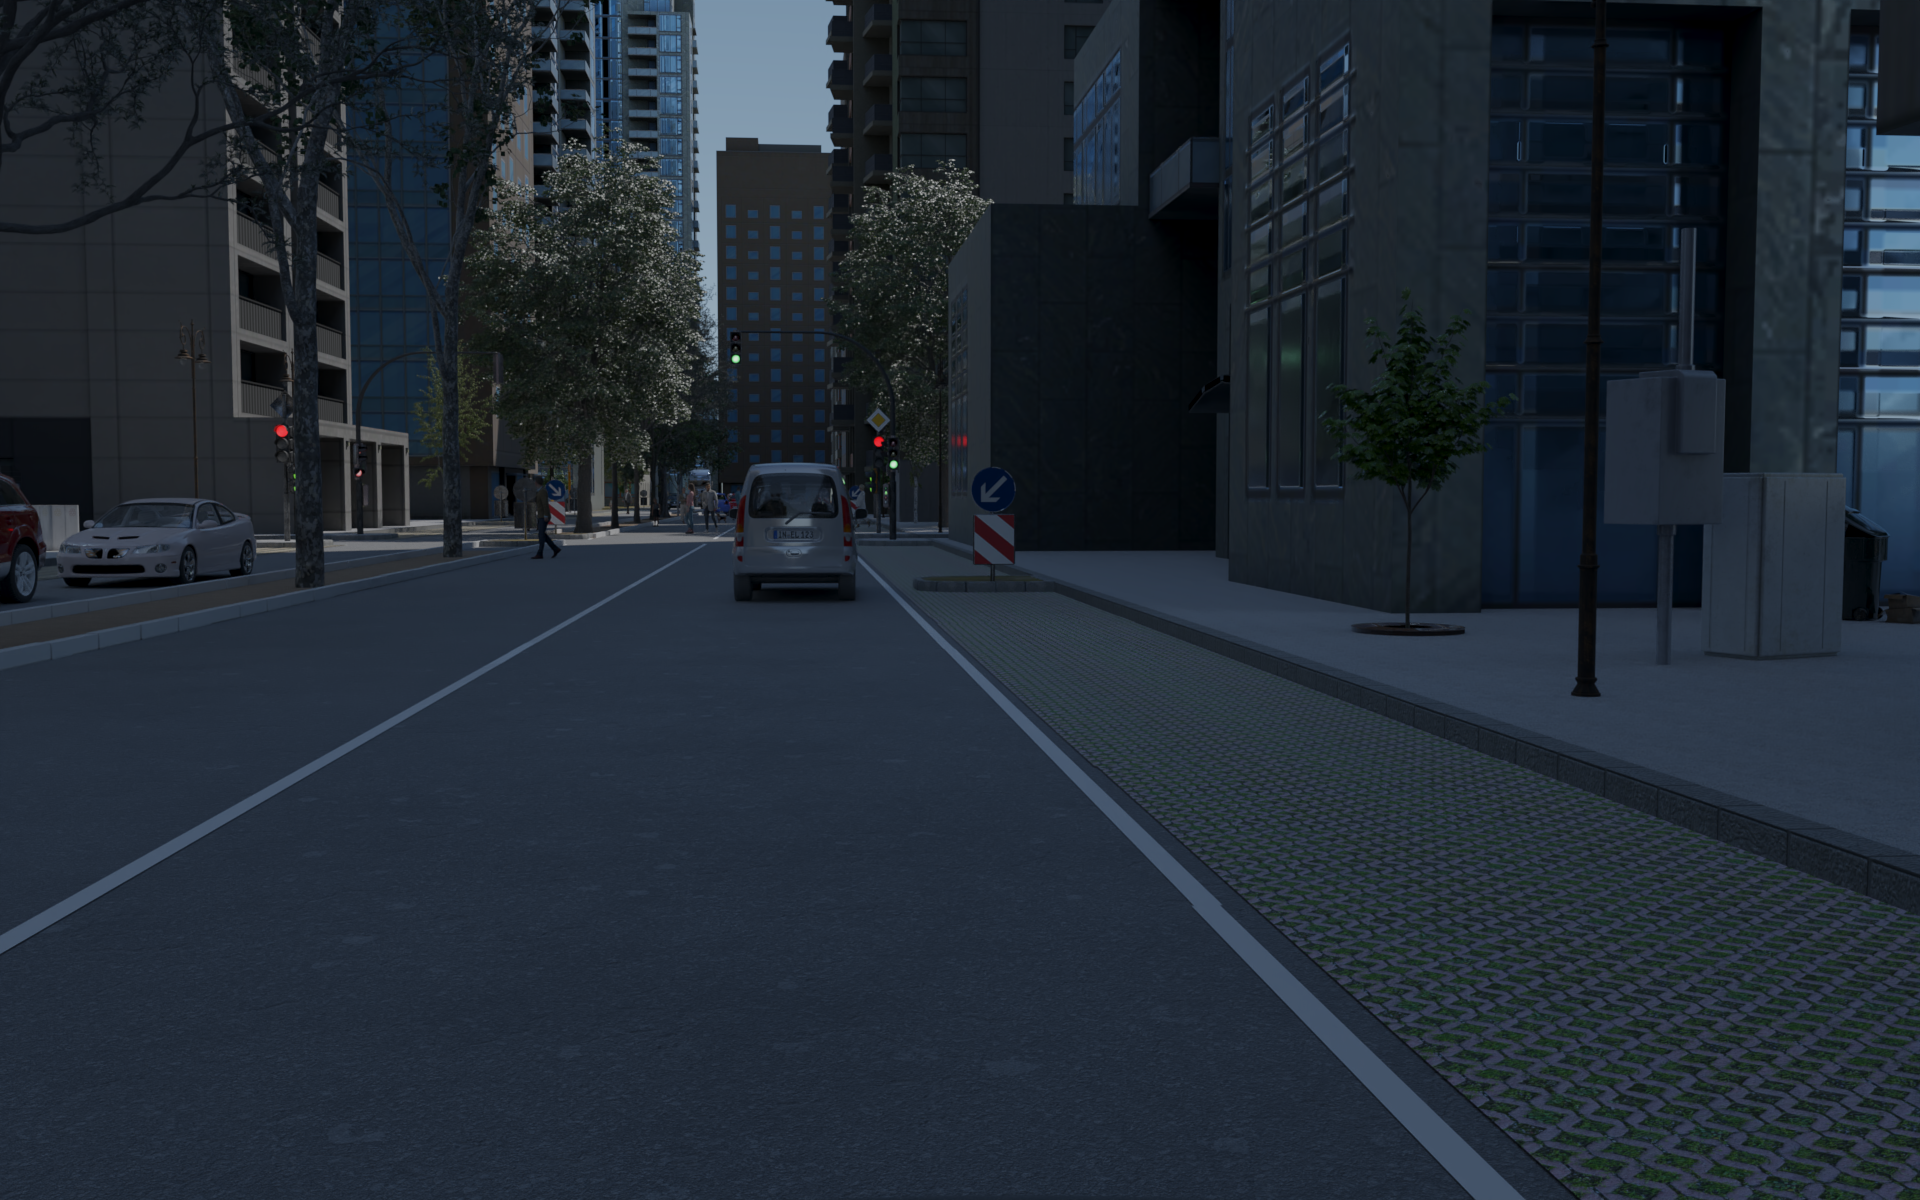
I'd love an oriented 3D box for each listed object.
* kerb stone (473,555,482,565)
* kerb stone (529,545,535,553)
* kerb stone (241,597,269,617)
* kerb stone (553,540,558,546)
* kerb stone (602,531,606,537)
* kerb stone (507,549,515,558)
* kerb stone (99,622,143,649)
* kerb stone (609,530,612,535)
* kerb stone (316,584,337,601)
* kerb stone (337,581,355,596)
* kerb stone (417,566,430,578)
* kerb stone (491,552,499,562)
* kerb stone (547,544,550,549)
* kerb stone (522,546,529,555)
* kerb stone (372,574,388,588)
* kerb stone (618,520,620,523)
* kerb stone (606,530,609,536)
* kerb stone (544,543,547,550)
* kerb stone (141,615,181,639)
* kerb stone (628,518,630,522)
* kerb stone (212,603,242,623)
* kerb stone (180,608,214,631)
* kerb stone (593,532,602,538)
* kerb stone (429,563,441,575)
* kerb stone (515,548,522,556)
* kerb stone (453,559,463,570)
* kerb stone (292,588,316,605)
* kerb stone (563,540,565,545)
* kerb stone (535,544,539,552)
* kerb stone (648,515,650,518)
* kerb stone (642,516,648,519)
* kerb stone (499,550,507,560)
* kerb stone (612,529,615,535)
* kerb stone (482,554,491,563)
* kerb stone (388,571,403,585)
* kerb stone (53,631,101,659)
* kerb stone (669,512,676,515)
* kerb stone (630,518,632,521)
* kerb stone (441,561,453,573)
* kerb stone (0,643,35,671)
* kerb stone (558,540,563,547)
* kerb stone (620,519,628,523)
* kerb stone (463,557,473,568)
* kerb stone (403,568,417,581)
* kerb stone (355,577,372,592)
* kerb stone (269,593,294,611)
[{"bbox_3d":[-9.839,-0.775,34.907,0.120,0.150,1.000,0,4,-5],"label":"kerb stone"},{"bbox_3d":[-10.521,-1.211,42.054,0.120,0.150,1.000,0,4,-5],"label":"kerb stone"},{"bbox_3d":[-8.460,0.097,20.604,0.120,0.150,1.000,0,4,-5],"label":"kerb stone"},{"bbox_3d":[-10.916,-1.465,46.144,0.120,0.150,1.000,0,4,-5],"label":"kerb stone"},{"bbox_3d":[-12.046,-2.180,57.881,0.120,0.150,1.000,0,4,-5],"label":"kerb stone"},{"bbox_3d":[-10.220,-1.028,38.997,0.120,0.150,1.000,0,4,-5],"label":"kerb stone"},{"bbox_3d":[-8.066,0.350,16.510,0.120,0.150,1.000,0,4,-5],"label":"kerb stone"},{"bbox_3d":[-12.240,-2.305,59.916,0.120,0.150,1.000,0,4,-5],"label":"kerb stone"},{"bbox_3d":[-8.748,-0.091,23.682,0.120,0.150,1.000,0,4,-5],"label":"kerb stone"},{"bbox_3d":[-8.856,-0.154,24.714,0.120,0.150,1.000,0,4,-5],"label":"kerb stone"},{"bbox_3d":[-9.341,-0.460,29.817,0.120,0.150,1.000,0,4,-5],"label":"kerb stone"},{"bbox_3d":[-10.027,-0.900,36.950,0.120,0.150,1.000,0,4,-5],"label":"kerb stone"},{"bbox_3d":[-10.813,-1.401,45.124,0.120,0.150,1.000,0,4,-5],"label":"kerb stone"},{"bbox_3d":[-10.415,-1.152,41.037,0.120,0.150,1.000,0,4,-5],"label":"kerb stone"},{"bbox_3d":[-9.050,-0.271,26.756,0.120,0.150,1.000,0,4,-5],"label":"kerb stone"},{"bbox_3d":[-16.584,-3.726,83.195,0.120,0.150,1.000,0,4,-5],"label":"kerb stone"},{"bbox_3d":[-12.140,-2.245,58.899,0.120,0.150,1.000,0,4,-5],"label":"kerb stone"},{"bbox_3d":[-10.721,-1.340,44.100,0.120,0.150,1.000,0,4,-5],"label":"kerb stone"},{"bbox_3d":[-8.161,0.286,17.545,0.120,0.150,1.000,0,4,-5],"label":"kerb stone"},{"bbox_3d":[-17.069,-4.036,88.283,0.120,0.150,1.000,0,4,-5],"label":"kerb stone"},{"bbox_3d":[-8.366,0.160,19.581,0.120,0.150,1.000,0,4,-5],"label":"kerb stone"},{"bbox_3d":[-8.257,0.223,18.565,0.120,0.150,1.000,0,4,-5],"label":"kerb stone"},{"bbox_3d":[-11.946,-2.120,56.862,0.120,0.150,1.000,0,4,-5],"label":"kerb stone"},{"bbox_3d":[-9.442,-0.528,30.835,0.120,0.150,1.000,0,4,-5],"label":"kerb stone"},{"bbox_3d":[-10.325,-1.090,40.019,0.120,0.150,1.000,0,4,-5],"label":"kerb stone"},{"bbox_3d":[-9.635,-0.648,32.874,0.120,0.150,1.000,0,4,-5],"label":"kerb stone"},{"bbox_3d":[-8.658,-0.028,22.654,0.120,0.150,1.000,0,4,-5],"label":"kerb stone"},{"bbox_3d":[-11.109,-1.590,48.184,0.120,0.150,1.000,0,4,-5],"label":"kerb stone"},{"bbox_3d":[-10.618,-1.277,43.077,0.120,0.150,1.000,0,4,-5],"label":"kerb stone"},{"bbox_3d":[-18.257,-4.792,100.545,0.120,0.150,1.000,0,4,-5],"label":"kerb stone"},{"bbox_3d":[-18.149,-4.730,99.524,0.120,0.150,1.000,0,4,-5],"label":"kerb stone"},{"bbox_3d":[-10.131,-0.963,37.979,0.120,0.150,1.000,0,4,-5],"label":"kerb stone"},{"bbox_3d":[-12.328,-2.370,60.937,0.120,0.150,1.000,0,4,-5],"label":"kerb stone"},{"bbox_3d":[-9.936,-0.840,35.924,0.120,0.150,1.000,0,4,-5],"label":"kerb stone"},{"bbox_3d":[-9.147,-0.342,27.781,0.120,0.150,1.000,0,4,-5],"label":"kerb stone"},{"bbox_3d":[-7.969,0.418,15.489,0.120,0.150,1.000,0,4,-5],"label":"kerb stone"},{"bbox_3d":[-20.412,-6.165,122.992,0.120,0.150,1.000,0,4,-5],"label":"kerb stone"},{"bbox_3d":[-17.170,-4.104,89.300,0.120,0.150,1.000,0,4,-5],"label":"kerb stone"},{"bbox_3d":[-9.536,-0.591,31.853,0.120,0.150,1.000,0,4,-5],"label":"kerb stone"},{"bbox_3d":[-7.876,0.472,14.471,0.120,0.150,1.000,0,4,-5],"label":"kerb stone"},{"bbox_3d":[-11.016,-1.527,47.162,0.120,0.150,1.000,0,4,-5],"label":"kerb stone"},{"bbox_3d":[-16.979,-3.980,87.265,0.120,0.150,1.000,0,4,-5],"label":"kerb stone"},{"bbox_3d":[-9.738,-0.715,33.890,0.120,0.150,1.000,0,4,-5],"label":"kerb stone"},{"bbox_3d":[-9.243,-0.404,28.799,0.120,0.150,1.000,0,4,-5],"label":"kerb stone"},{"bbox_3d":[-8.957,-0.210,25.738,0.120,0.150,1.000,0,4,-5],"label":"kerb stone"},{"bbox_3d":[-8.556,0.037,21.637,0.120,0.150,1.000,0,4,-5],"label":"kerb stone"}]
